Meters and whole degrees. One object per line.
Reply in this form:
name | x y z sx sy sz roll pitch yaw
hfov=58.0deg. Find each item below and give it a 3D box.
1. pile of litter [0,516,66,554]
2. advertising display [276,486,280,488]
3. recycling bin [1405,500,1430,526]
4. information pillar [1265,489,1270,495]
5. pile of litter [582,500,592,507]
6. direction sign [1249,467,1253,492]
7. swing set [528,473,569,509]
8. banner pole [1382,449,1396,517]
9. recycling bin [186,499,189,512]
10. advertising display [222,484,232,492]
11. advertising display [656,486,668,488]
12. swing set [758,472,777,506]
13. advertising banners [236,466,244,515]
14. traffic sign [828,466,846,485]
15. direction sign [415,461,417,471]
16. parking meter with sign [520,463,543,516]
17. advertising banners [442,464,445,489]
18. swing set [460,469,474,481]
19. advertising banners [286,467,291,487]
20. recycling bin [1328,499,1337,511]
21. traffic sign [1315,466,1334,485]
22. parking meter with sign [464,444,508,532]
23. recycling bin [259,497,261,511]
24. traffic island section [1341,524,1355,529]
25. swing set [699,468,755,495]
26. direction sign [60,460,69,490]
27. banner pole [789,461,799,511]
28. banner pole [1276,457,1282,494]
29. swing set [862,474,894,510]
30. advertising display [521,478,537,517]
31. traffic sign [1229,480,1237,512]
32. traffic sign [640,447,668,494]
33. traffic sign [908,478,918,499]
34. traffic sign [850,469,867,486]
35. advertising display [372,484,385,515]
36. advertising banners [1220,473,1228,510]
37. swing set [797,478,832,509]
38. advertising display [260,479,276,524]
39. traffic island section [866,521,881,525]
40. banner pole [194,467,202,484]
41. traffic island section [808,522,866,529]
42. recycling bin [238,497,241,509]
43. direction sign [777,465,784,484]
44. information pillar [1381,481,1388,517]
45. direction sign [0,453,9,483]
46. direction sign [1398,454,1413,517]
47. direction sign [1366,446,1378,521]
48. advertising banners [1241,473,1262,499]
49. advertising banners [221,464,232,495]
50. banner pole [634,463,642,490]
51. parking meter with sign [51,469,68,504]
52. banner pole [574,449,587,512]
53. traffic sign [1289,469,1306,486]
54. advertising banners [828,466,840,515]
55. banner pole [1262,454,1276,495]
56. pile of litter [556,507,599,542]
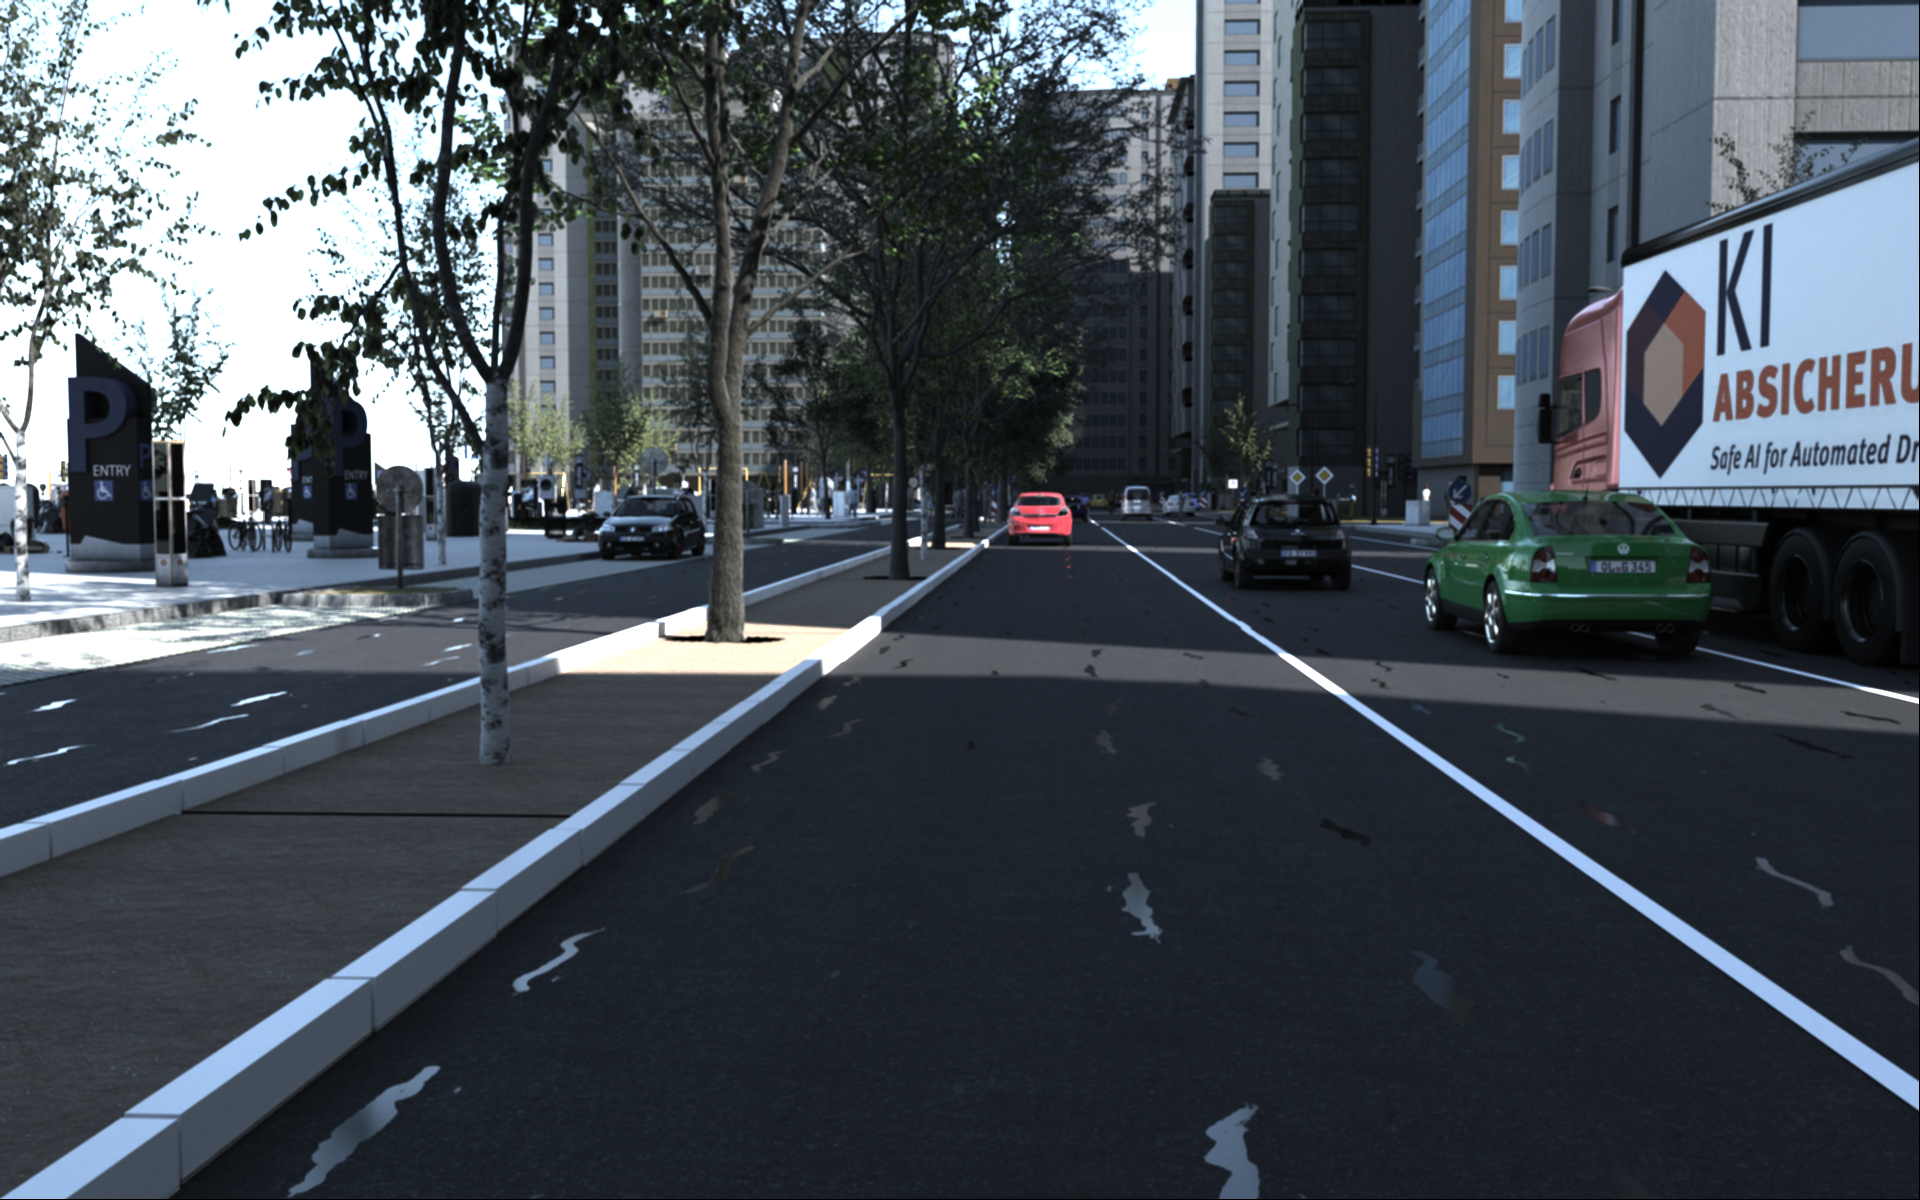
pile of litter | -20.344 -1.445 37.598 1.719 0.858 1.176 -1 4 -9
advertising display | -54.701 -8.132 138.177 0.123 1.923 0.974 2 4 30
recycling bin | 18.549 -3.524 70.164 0.722 1.027 0.722 -3 4 -38
information pillar | 20.765 -6.881 117.000 0.304 2.012 0.304 0 4 1
pile of litter | -27.145 -6.904 126.851 1.719 0.858 1.176 0 4 -3
direction sign | 24.468 -9.403 145.741 0.379 3.537 0.876 2 4 26
swing set | -30.611 -7.939 127.430 3.119 2.851 2.862 0 4 -1
banner pole | 23.599 -6.455 95.552 0.863 3.779 0.401 0 4 3
recycling bin | -41.070 -4.812 91.232 0.722 1.027 0.722 -2 4 -34
advertising display | -46.570 -6.412 110.049 0.123 1.923 0.974 0 4 7
advertising display | -23.752 -8.113 137.854 0.974 1.923 0.123 1 4 10
swing set | -14.569 -7.549 121.039 3.119 2.851 2.862 3 5 41
advertising banners | -50.945 -7.664 121.501 0.090 3.025 2.074 1 4 19
traffic sign | -5.186 -4.312 72.699 0.795 2.593 0.064 0 4 3
direction sign | -37.185 -7.738 118.513 0.379 3.537 0.876 -2 4 -25
parking meter with sign | -24.035 -6.184 97.366 0.543 3.016 1.738 -3 5 -42
advertising banners | -30.587 -6.367 100.288 0.090 3.025 2.074 3 5 40
swing set | -31.926 -6.828 109.255 2.862 2.851 3.119 3 4 38
advertising banners | -42.892 -7.127 112.717 0.090 3.025 2.074 3 5 40
recycling bin | 18.602 -4.592 87.631 0.722 1.027 0.722 -1 4 -15
traffic sign | 15.078 -4.245 71.589 0.795 2.593 0.064 0 4 3
parking meter with sign | -16.089 -3.837 59.000 1.738 3.016 0.543 3 4 36
recycling bin | -52.033 -7.161 129.641 0.722 1.027 0.722 -2 4 -31
traffic island section | 15.102 -3.021 71.670 2.009 0.180 2.903 0 4 3
swing set | -14.127 -6.519 104.205 3.119 2.851 2.862 -1 4 -11
direction sign | -60.005 -7.616 116.522 0.876 3.537 0.379 -1 4 -9
banner pole | -12.793 -8.755 133.162 0.863 3.779 0.401 0 4 -3
banner pole | 21.215 -7.698 115.873 0.863 3.779 0.401 1 4 19
swing set | -5.938 -8.606 138.335 3.119 2.851 2.862 -1 4 -20
advertising display | -17.584 -4.000 70.621 0.974 1.923 0.123 3 5 43
traffic sign | 19.611 -7.485 124.503 0.606 2.300 0.079 1 4 10
traffic sign | -8.288 -2.861 46.887 0.768 2.556 0.104 0 4 6
traffic sign | -3.610 -8.166 133.621 0.768 2.556 0.104 1 4 11
traffic sign | -4.755 -4.800 80.673 0.795 2.593 0.064 0 4 3
advertising display | -35.983 -6.278 107.853 0.974 1.923 0.123 -1 4 -10
advertising banners | 22.056 -9.067 144.430 0.090 3.025 2.074 2 4 26
swing set | -12.616 -9.294 149.571 2.862 2.851 3.119 -1 4 -9
advertising display | -29.887 -4.247 74.650 0.123 1.923 0.974 0 4 3
traffic island section | -4.779 -3.576 80.741 2.009 0.180 2.903 0 4 3
banner pole | -69.719 -10.315 158.665 0.863 3.779 0.401 -1 4 -12
traffic island section | -5.210 -3.088 72.767 2.009 0.180 2.903 0 4 3
recycling bin | -63.811 -8.579 152.825 0.722 1.027 0.722 -1 4 -20
direction sign | -13.757 -8.676 133.845 0.379 3.537 0.876 3 5 43
information pillar | 23.850 -5.675 97.272 0.304 2.012 0.304 3 4 36
direction sign | -53.460 -6.413 96.843 0.379 3.537 0.876 0 4 4
direction sign | 25.017 -6.444 97.357 0.876 3.537 0.379 3 5 40
direction sign | 19.542 -5.517 82.197 0.876 3.537 0.379 -3 4 -39
advertising banners | 23.550 -8.750 139.254 2.074 3.025 0.090 0 4 6
advertising banners | -43.214 -6.475 102.058 0.090 3.025 2.074 -3 5 -39
banner pole | -22.757 -8.117 122.726 0.863 3.779 0.401 1 4 19
parking meter with sign | -63.924 -7.796 123.722 1.738 3.016 0.543 2 4 26
banner pole | -20.959 -6.485 96.050 0.863 3.779 0.401 0 4 -3
traffic sign | 15.509 -4.732 79.562 0.795 2.593 0.064 0 4 3
advertising banners | -7.751 -6.716 105.992 0.090 3.025 2.074 1 4 21
banner pole | 19.336 -7.302 109.404 0.863 3.779 0.401 0 4 1
pile of litter | -10.172 -2.001 46.676 1.176 0.858 1.719 -3 5 -43
